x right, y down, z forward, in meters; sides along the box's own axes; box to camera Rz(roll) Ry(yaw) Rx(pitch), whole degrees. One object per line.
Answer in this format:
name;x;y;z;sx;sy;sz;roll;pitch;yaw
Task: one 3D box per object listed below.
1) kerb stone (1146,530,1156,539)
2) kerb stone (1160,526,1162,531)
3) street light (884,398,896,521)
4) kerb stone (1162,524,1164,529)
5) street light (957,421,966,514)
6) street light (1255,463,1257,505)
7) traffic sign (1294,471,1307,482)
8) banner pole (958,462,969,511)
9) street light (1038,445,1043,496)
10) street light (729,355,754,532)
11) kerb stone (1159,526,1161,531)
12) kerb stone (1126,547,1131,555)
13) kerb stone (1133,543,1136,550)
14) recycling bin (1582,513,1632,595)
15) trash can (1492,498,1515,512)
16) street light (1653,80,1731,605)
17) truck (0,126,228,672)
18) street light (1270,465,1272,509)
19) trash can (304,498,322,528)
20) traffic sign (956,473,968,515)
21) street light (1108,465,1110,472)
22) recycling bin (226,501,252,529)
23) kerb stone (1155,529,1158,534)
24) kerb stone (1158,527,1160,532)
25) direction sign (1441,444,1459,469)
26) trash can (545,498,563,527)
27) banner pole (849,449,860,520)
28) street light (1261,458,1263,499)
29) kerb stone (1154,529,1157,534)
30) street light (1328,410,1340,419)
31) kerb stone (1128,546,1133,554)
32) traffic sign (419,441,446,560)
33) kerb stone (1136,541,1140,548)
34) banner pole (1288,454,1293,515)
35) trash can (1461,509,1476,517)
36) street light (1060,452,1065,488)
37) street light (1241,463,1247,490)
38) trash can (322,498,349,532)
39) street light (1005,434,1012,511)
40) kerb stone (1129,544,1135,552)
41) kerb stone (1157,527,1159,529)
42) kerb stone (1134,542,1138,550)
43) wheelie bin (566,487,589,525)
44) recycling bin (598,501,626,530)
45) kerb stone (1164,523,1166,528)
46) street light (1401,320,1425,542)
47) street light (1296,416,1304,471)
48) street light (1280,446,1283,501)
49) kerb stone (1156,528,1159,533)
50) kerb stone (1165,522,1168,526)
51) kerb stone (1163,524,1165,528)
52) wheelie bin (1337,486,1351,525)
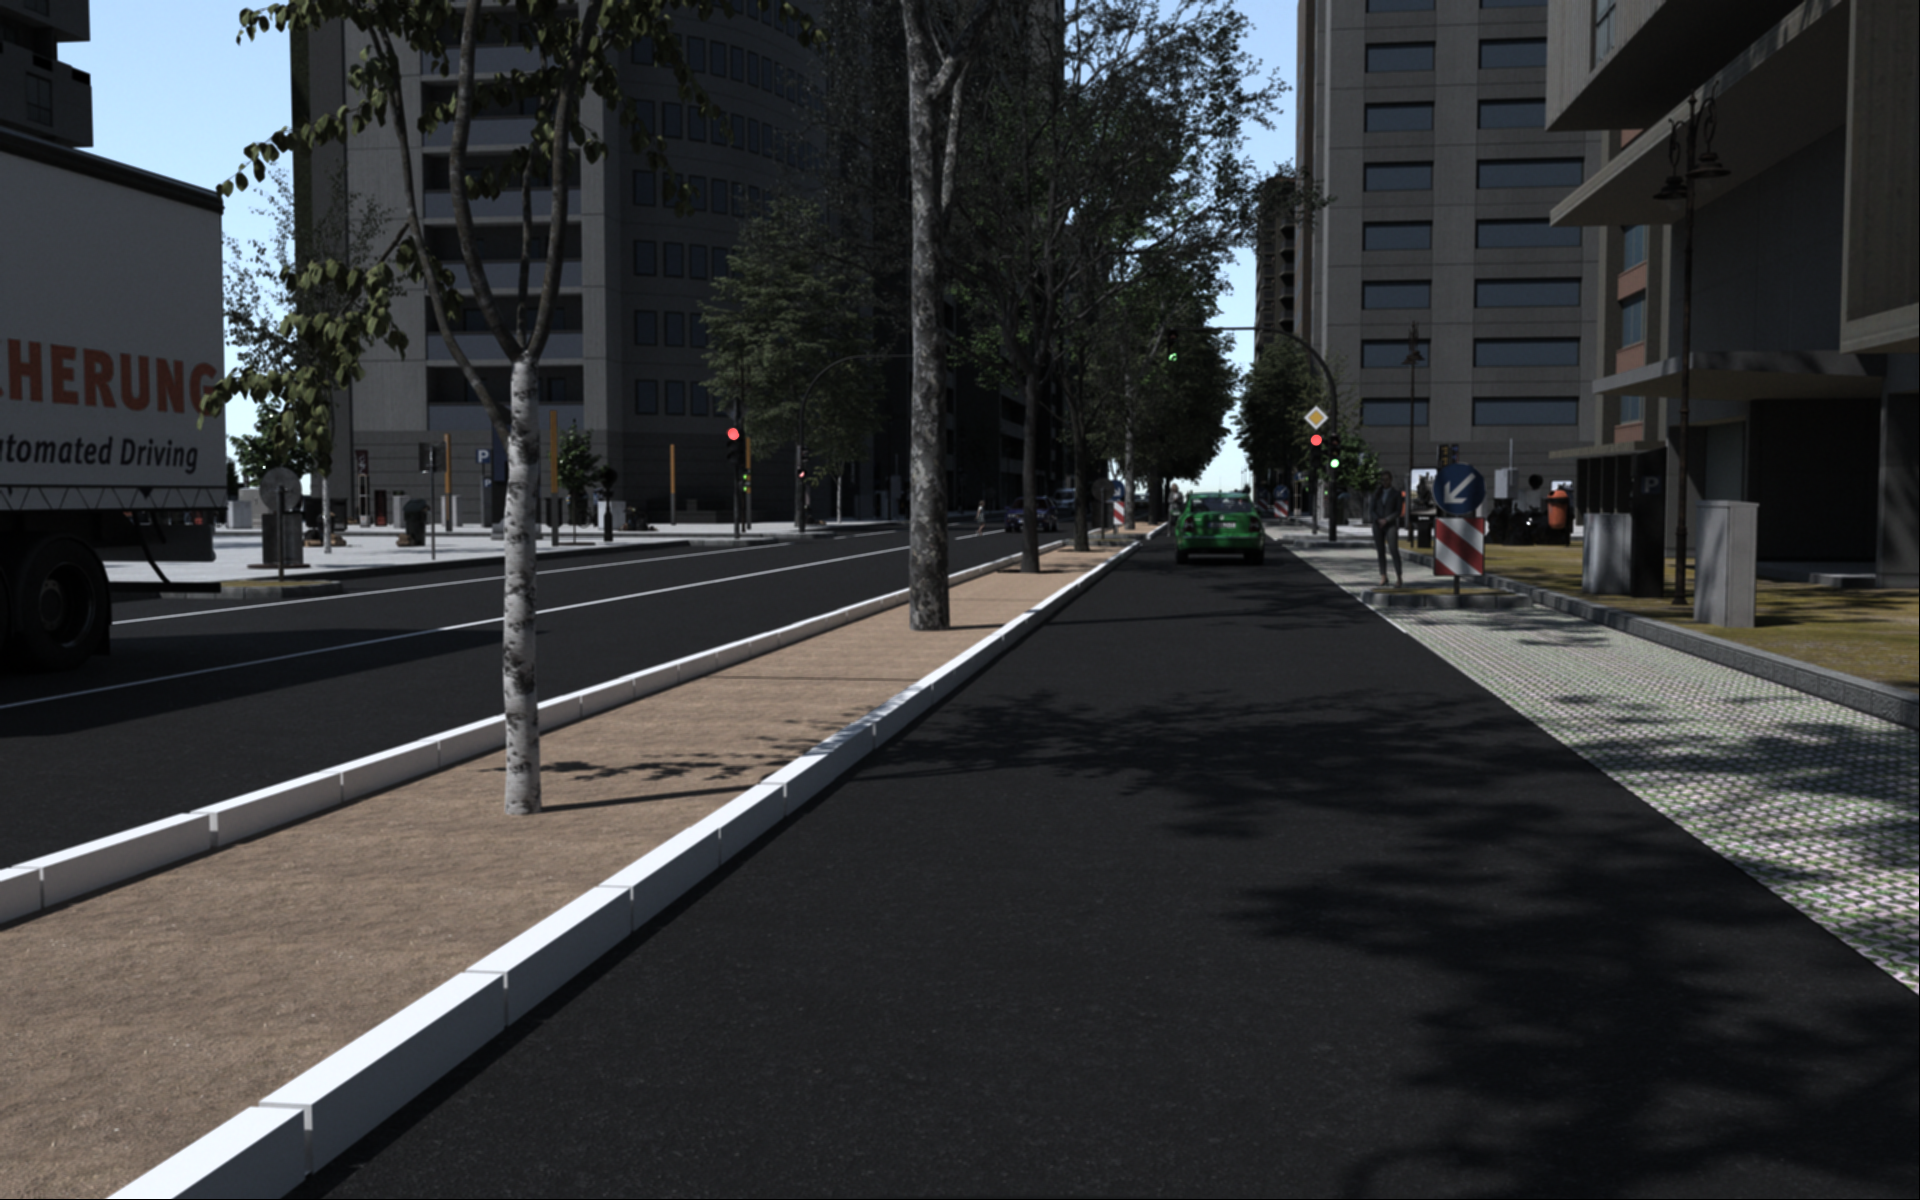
kerb stone;6.326;-2.151;57.411;0.120;0.150;1.000;1;4;8
kerb stone;7.358;-2.588;64.511;0.120;0.150;1.000;1;4;8
street light;-3.402;-6.762;83.338;0.468;5.910;1.993;1;4;8
kerb stone;7.791;-2.773;67.554;0.120;0.150;1.000;1;4;8
street light;0.165;-8.333;109.025;0.468;5.910;1.993;1;4;8
street light;34.780;-14.137;203.934;0.468;5.910;1.993;1;4;8
traffic sign;18.956;-5.888;96.369;0.768;2.556;0.104;1;4;12
banner pole;0.247;-8.700;132.268;0.863;3.779;0.401;1;4;17
street light;7.349;-11.373;158.730;0.468;5.910;1.993;1;4;8
street light;-7.239;-5.196;57.737;0.468;5.910;1.993;1;4;8
kerb stone;7.204;-2.526;63.494;0.120;0.150;1.000;1;4;8
kerb stone;3.773;-1.068;39.658;0.120;0.150;1.000;1;4;8
kerb stone;4.209;-1.255;42.713;0.120;0.150;1.000;1;4;8
recycling bin;8.459;-0.595;22.285;0.722;1.027;0.722;0;4;8
trash can;19.071;-3.007;60.812;0.748;1.137;0.748;0;3;0
street light;8.360;-2.884;19.937;0.468;5.910;1.993;1;4;8
truck;-8.805;-1.339;10.805;2.839;4.237;11.283;0;4;8
street light;27.514;-11.022;153.001;0.468;5.910;1.993;1;4;8
trash can;-24.529;-3.309;65.750;0.748;1.137;0.748;0;3;0
traffic sign;0.107;-6.482;106.080;0.768;2.556;0.104;1;4;15
street light;22.929;-17.954;266.339;0.468;5.910;1.993;1;4;8
recycling bin;-26.620;-3.144;63.951;0.722;1.027;0.722;-3;5;-40
kerb stone;6.623;-2.278;59.445;0.120;0.150;1.000;1;4;8
kerb stone;7.059;-2.464;62.483;0.120;0.150;1.000;1;4;8
direction sign;22.283;-5.313;78.858;0.379;3.537;0.876;-3;5;-41
trash can;-15.745;-3.397;67.189;0.748;1.137;0.748;0;3;0
banner pole;-5.086;-5.769;84.348;0.863;3.779;0.401;-3;5;-40
street light;31.180;-12.595;178.708;0.468;5.910;1.993;1;4;8
kerb stone;6.477;-2.216;58.429;0.120;0.150;1.000;1;4;8
street light;16.590;-6.374;77.008;0.468;5.910;1.993;1;4;8
kerb stone;3.918;-1.130;40.674;0.120;0.150;1.000;1;4;8
traffic sign;-10.271;-1.933;33.730;0.606;2.300;0.079;1;4;18
kerb stone;4.510;-1.379;44.741;0.120;0.150;1.000;1;4;8
banner pole;20.676;-7.257;108.672;0.401;3.779;0.863;0;4;-4
trash can;16.880;-2.819;57.747;0.748;1.137;0.748;0;3;0
street light;10.918;-12.927;184.136;0.468;5.910;1.993;1;4;8
street light;43.023;-17.632;261.068;0.468;5.910;1.993;1;4;8
trash can;-21.319;-2.915;59.319;0.748;1.137;0.748;0;3;0
street light;3.717;-9.830;133.509;0.468;5.910;1.993;1;4;8
kerb stone;4.067;-1.192;41.691;0.120;0.150;1.000;1;4;8
kerb stone;6.916;-2.401;61.469;0.120;0.150;1.000;1;4;8
kerb stone;4.359;-1.317;43.730;0.120;0.150;1.000;1;4;8
wheelie bin;-15.622;-3.857;70.963;0.693;1.594;0.980;3;5;44
recycling bin;-12.429;-3.014;61.832;0.722;1.027;0.722;3;4;37
kerb stone;8.237;-2.961;70.607;0.120;0.150;1.000;1;4;8
street light;12.080;-4.496;46.298;0.468;5.910;1.993;1;4;8
street light;20.207;-7.963;102.980;0.468;5.910;1.993;1;4;8
street light;23.964;-9.529;128.592;0.468;5.910;1.993;1;4;8
kerb stone;6.775;-2.340;60.456;0.120;0.150;1.000;1;4;8
kerb stone;8.532;-3.085;72.629;0.120;0.150;1.000;1;4;8
kerb stone;7.949;-2.836;68.567;0.120;0.150;1.000;1;4;8
wheelie bin;15.611;-3.871;71.203;0.980;1.594;0.693;3;4;36
